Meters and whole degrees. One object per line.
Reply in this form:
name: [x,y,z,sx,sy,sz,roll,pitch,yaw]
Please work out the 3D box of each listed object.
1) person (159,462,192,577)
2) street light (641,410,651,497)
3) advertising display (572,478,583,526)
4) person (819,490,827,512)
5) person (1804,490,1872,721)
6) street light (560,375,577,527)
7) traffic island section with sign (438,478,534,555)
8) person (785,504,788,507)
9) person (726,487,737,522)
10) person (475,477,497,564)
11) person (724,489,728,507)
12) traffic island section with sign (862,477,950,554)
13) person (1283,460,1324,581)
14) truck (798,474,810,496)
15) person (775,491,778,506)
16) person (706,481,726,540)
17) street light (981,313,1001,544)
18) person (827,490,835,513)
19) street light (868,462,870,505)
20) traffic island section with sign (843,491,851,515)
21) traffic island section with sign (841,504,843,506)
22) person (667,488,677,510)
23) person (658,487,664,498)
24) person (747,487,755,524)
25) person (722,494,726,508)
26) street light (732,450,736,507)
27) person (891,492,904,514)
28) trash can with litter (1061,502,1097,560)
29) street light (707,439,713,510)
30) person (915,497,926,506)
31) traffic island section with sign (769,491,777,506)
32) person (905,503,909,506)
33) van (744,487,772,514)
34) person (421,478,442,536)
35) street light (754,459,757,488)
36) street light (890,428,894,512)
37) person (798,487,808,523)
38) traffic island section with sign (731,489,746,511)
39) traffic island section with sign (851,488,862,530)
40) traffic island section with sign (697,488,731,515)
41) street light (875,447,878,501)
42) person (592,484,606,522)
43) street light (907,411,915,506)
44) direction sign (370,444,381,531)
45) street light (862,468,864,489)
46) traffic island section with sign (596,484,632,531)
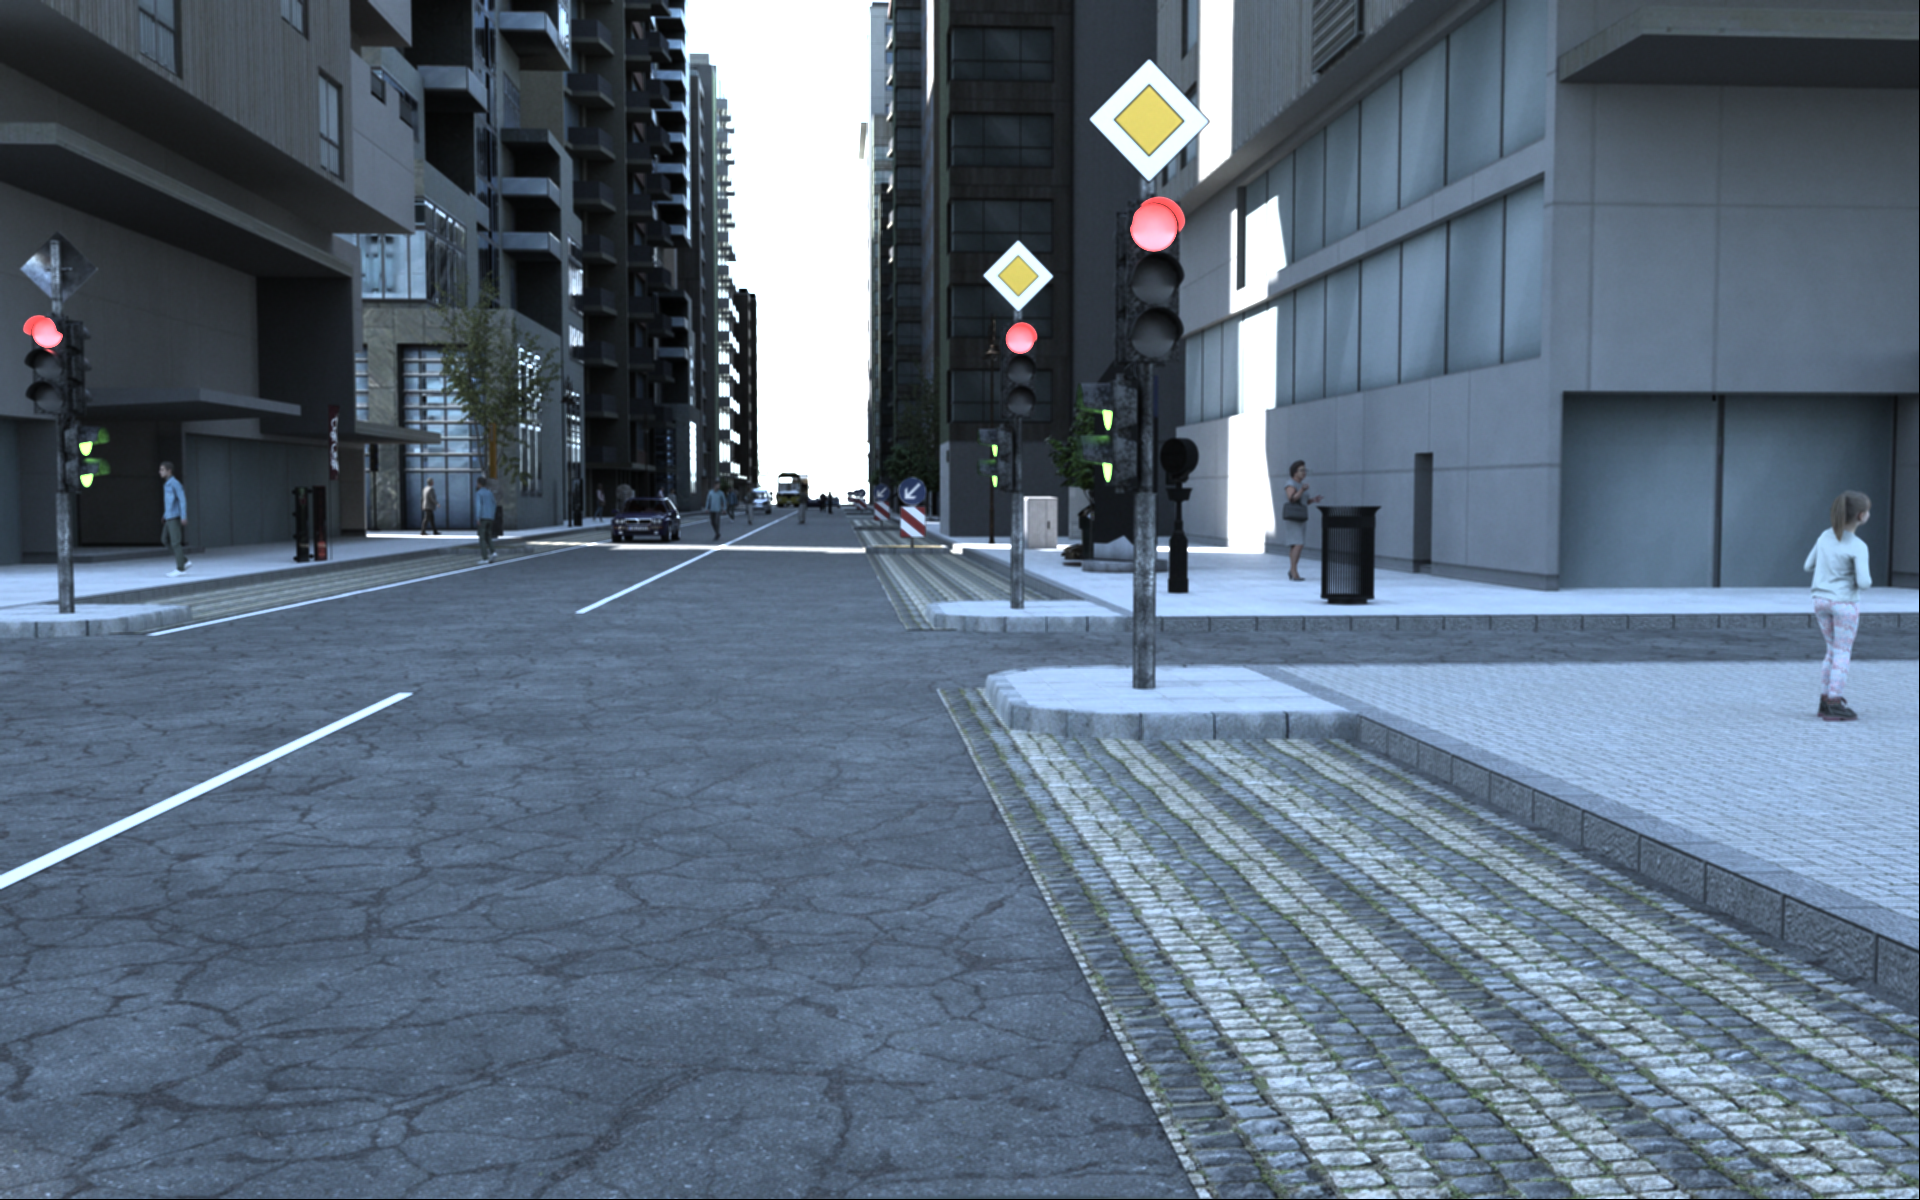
person: [-12.227,-1.262,27.012,0.444,1.785,0.601,-2,4,-28]
street light: [-17.215,-7.475,95.007,0.468,5.910,1.993,0,4,-4]
advertising display: [-15.284,-3.915,69.223,0.123,1.923,0.974,-2,4,-31]
person: [-10.989,-7.946,138.955,0.617,1.759,0.750,0,4,-6]
person: [5.018,0.028,9.865,0.394,1.301,0.425,-2,4,-33]
street light: [-15.235,-5.793,67.505,0.468,5.910,1.993,0,4,-4]
traffic island section with sign: [-11.312,-2.012,41.531,1.989,1.847,2.006,0,4,-4]
person: [-20.011,-11.621,199.429,0.530,1.710,0.541,0,4,7]
person: [-11.776,-4.917,89.229,0.601,1.785,0.444,2,4,35]
person: [-9.709,-1.627,35.451,0.444,1.785,0.601,2,4,35]
person: [-22.518,-9.803,166.415,0.705,1.812,1.348,-2,4,-27]
traffic island section with sign: [-1.291,-2.036,41.921,1.989,1.847,2.006,0,4,-4]
person: [5.036,-1.176,25.637,0.532,1.782,0.716,2,4,34]
truck: [-22.632,-15.677,245.234,2.839,4.237,11.283,0,4,-5]
person: [-21.737,-11.985,204.909,0.568,1.767,0.683,-3,5,-43]
person: [-7.530,-2.779,53.797,0.638,1.841,0.748,1,4,20]
street light: [0.819,-4.382,44.435,0.468,5.910,1.993,0,4,-4]
person: [-9.517,-7.256,127.861,0.721,1.735,1.217,2,4,27]
street light: [-10.721,-14.155,204.214,0.468,5.910,1.993,0,4,-4]
traffic island section with sign: [-6.876,-6.762,119.184,1.989,1.847,2.006,0,4,-4]
traffic island section with sign: [-8.823,-8.406,146.070,1.989,1.847,2.006,0,4,-4]
person: [-13.528,-4.418,81.487,0.466,1.731,0.760,-1,4,-12]
person: [-17.330,-5.731,100.683,0.436,1.711,0.756,0,4,-6]
person: [-9.876,-4.450,81.810,0.362,1.759,0.519,0,4,-1]
person: [-22.447,-9.487,164.342,0.799,1.438,0.628,2,4,30]
street light: [-23.179,-12.547,177.938,0.468,5.910,1.993,0,4,-4]
person: [-3.705,-6.344,109.396,1.348,1.869,0.705,-1,4,-18]
trash can with litter: [2.390,-1.358,33.589,0.624,1.170,1.055,-3,5,-43]
street light: [-20.744,-10.438,143.450,0.468,5.910,1.993,0,4,-4]
person: [-1.801,-4.332,76.741,0.638,1.841,0.748,-1,4,-15]
traffic island section with sign: [-24.757,-13.399,227.705,1.989,1.847,2.006,0,4,-4]
person: [-3.237,-6.063,108.407,0.421,1.427,0.697,-1,4,-16]
van: [-14.547,-7.222,125.093,2.013,2.044,4.112,0,4,-3]
person: [-16.264,-2.868,53.328,0.661,1.777,0.834,3,4,38]
street light: [-26.761,-15.529,226.679,0.468,5.910,1.993,0,4,-4]
street light: [-4.665,-9.083,121.301,0.468,5.910,1.993,0,4,-4]
person: [-7.723,-4.635,84.836,0.362,1.759,0.519,3,5,42]
traffic island section with sign: [-18.797,-8.347,145.102,1.989,1.847,2.006,0,4,-4]
traffic island section with sign: [-3.236,-3.681,68.806,1.989,1.847,2.006,0,4,-4]
traffic island section with sign: [-16.791,-6.652,117.380,1.989,1.847,2.006,0,4,-4]
street light: [-8.196,-12.063,170.015,0.468,5.910,1.993,0,4,-4]
person: [-16.333,-4.382,78.275,0.643,1.750,0.593,-1,4,-19]
street light: [-2.658,-7.360,93.125,0.468,5.910,1.993,0,4,-4]
direction sign: [-20.177,-4.140,59.693,0.379,3.537,0.876,0,4,-3]
street light: [-14.125,-17.121,252.712,0.468,5.910,1.993,0,4,-4]
traffic island section with sign: [-13.252,-3.657,68.417,1.989,1.847,2.006,0,4,-4]
